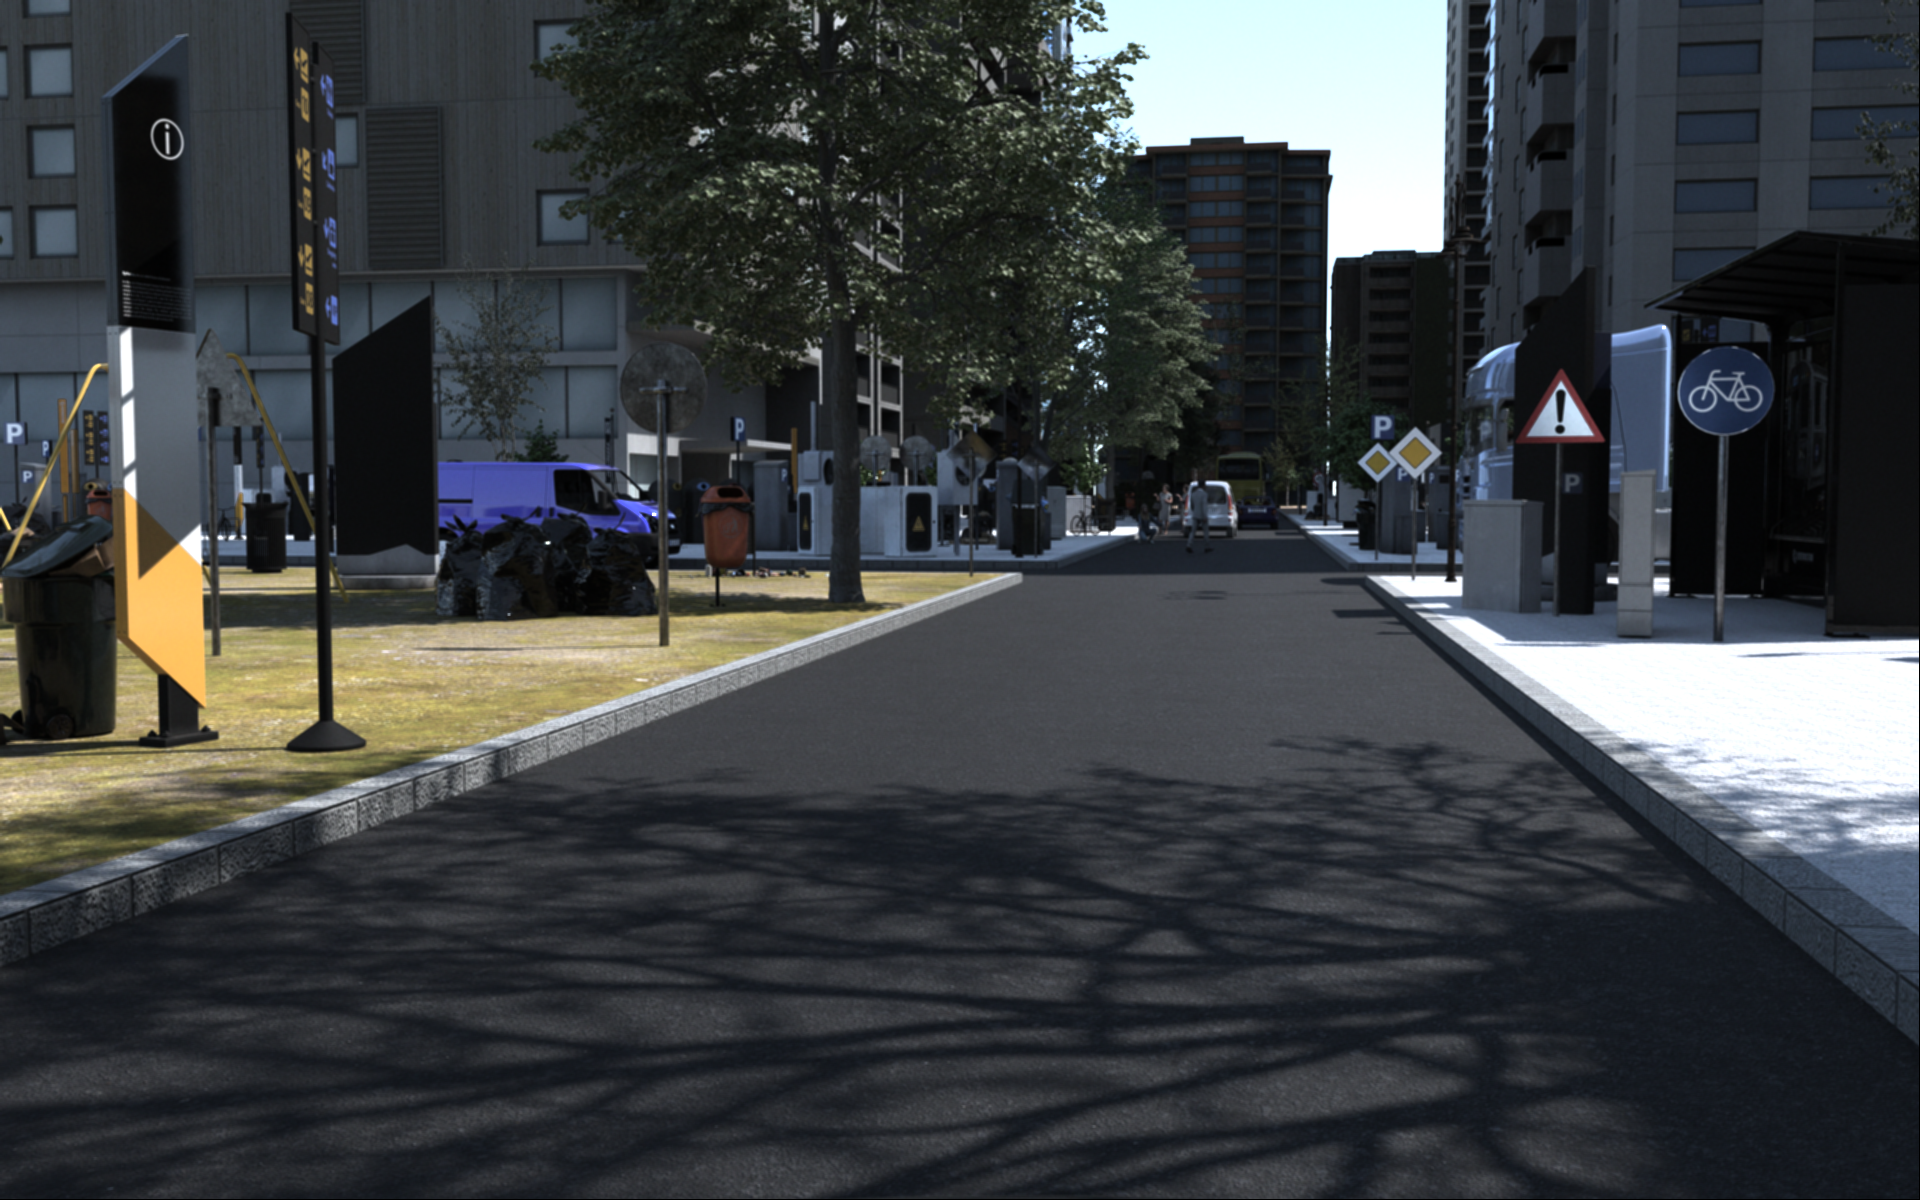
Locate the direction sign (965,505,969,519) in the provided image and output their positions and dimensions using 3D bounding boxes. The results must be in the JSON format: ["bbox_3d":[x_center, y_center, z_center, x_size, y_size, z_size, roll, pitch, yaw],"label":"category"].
[{"bbox_3d":[0.441,-6.041,90.763,0.379,3.537,0.876,-1,4,-12],"label":"direction sign"}]

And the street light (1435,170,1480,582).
[{"bbox_3d":[7.180,-3.203,25.153,0.468,5.910,1.993,1,4,10],"label":"street light"}]

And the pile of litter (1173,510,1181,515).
[{"bbox_3d":[13.304,-5.790,108.637,1.176,0.858,1.719,1,4,20],"label":"pile of litter"}]

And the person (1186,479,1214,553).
[{"bbox_3d":[5.865,-2.059,42.432,0.850,1.792,0.678,-3,5,-41],"label":"person"}]

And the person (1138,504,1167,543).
[{"bbox_3d":[5.555,-2.239,50.607,1.012,1.151,0.738,-1,4,-15],"label":"person"}]

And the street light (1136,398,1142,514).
[{"bbox_3d":[7.539,-6.086,72.292,0.468,5.910,1.993,1,4,10],"label":"street light"}]

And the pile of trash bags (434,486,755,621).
[{"bbox_3d":[-3.880,-0.558,18.870,3.447,1.369,1.912,-2,4,-29],"label":"pile of trash bags"}]

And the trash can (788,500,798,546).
[{"bbox_3d":[-3.767,-1.801,41.102,0.748,1.137,0.748,0,3,0],"label":"trash can"}]

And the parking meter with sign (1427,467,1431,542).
[{"bbox_3d":[12.887,-3.060,46.284,1.738,3.016,0.543,-1,4,-12],"label":"parking meter with sign"}]

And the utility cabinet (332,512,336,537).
[{"bbox_3d":[-18.500,-2.642,51.882,0.318,1.500,1.173,2,4,24],"label":"utility cabinet"}]

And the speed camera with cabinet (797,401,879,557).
[{"bbox_3d":[-2.421,-2.613,37.053,2.038,3.252,0.660,1,4,16],"label":"speed camera with cabinet"}]

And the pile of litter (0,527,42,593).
[{"bbox_3d":[-12.442,-0.533,22.678,1.719,0.858,1.176,1,4,11],"label":"pile of litter"}]

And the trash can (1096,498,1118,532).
[{"bbox_3d":[5.042,-2.927,59.502,0.748,1.137,0.748,0,3,0],"label":"trash can"}]

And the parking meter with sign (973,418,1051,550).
[{"bbox_3d":[1.208,-2.663,39.806,1.738,3.016,0.543,-1,4,-8],"label":"parking meter with sign"}]

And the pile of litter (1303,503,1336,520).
[{"bbox_3d":[17.648,-4.337,84.872,1.719,0.858,1.176,1,4,10],"label":"pile of litter"}]

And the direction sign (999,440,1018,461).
[{"bbox_3d":[2.051,-4.920,72.442,0.876,3.537,0.379,0,4,2],"label":"direction sign"}]

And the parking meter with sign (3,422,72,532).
[{"bbox_3d":[-22.832,-2.849,42.849,0.543,3.016,1.738,0,4,3],"label":"parking meter with sign"}]

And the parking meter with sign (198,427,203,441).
[{"bbox_3d":[-17.590,-2.649,39.567,0.543,3.016,1.738,-2,4,-25],"label":"parking meter with sign"}]

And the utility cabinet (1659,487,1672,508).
[{"bbox_3d":[22.686,-2.872,55.643,0.318,1.500,1.173,-1,4,-21],"label":"utility cabinet"}]

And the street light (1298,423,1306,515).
[{"bbox_3d":[21.092,-8.217,107.129,0.468,5.910,1.993,1,4,10],"label":"street light"}]

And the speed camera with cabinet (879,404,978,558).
[{"bbox_3d":[-0.576,-2.506,35.303,2.038,3.252,0.660,-3,5,-40],"label":"speed camera with cabinet"}]

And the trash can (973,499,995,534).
[{"bbox_3d":[0.577,-2.162,46.994,0.748,1.137,0.748,0,3,0],"label":"trash can"}]

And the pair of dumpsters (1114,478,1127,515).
[{"bbox_3d":[9.941,-6.241,104.534,1.574,2.255,4.437,1,4,10],"label":"pair of dumpsters"}]

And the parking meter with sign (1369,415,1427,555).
[{"bbox_3d":[9.395,-2.512,37.340,0.543,3.016,1.738,0,4,-8],"label":"parking meter with sign"}]

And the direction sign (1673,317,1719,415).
[{"bbox_3d":[9.506,-1.862,22.442,0.379,3.537,0.876,-1,4,-12],"label":"direction sign"}]

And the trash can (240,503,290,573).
[{"bbox_3d":[-11.305,-1.013,28.215,0.748,1.137,0.748,0,3,0],"label":"trash can"}]

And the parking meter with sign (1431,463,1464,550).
[{"bbox_3d":[11.798,-2.702,40.433,1.738,3.016,0.543,-3,5,-41],"label":"parking meter with sign"}]

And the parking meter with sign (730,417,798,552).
[{"bbox_3d":[-4.250,-2.611,38.955,1.738,3.016,0.543,1,4,21],"label":"parking meter with sign"}]

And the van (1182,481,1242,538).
[{"bbox_3d":[8.357,-3.098,57.671,2.013,2.044,4.112,1,4,11],"label":"van"}]

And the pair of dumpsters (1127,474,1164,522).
[{"bbox_3d":[8.836,-4.771,80.506,1.574,2.255,4.437,1,4,10],"label":"pair of dumpsters"}]

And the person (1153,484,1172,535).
[{"bbox_3d":[6.992,-3.136,60.127,0.716,1.782,0.532,2,4,31],"label":"person"}]

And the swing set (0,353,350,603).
[{"bbox_3d":[-9.098,-1.369,20.005,3.119,2.851,2.862,3,4,36],"label":"swing set"}]

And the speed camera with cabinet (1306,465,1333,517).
[{"bbox_3d":[18.637,-5.828,89.617,0.660,3.252,2.038,3,4,37],"label":"speed camera with cabinet"}]

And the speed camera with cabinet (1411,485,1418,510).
[{"bbox_3d":[18.677,-4.770,72.327,0.660,3.252,2.038,2,4,24],"label":"speed camera with cabinet"}]

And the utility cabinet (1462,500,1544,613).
[{"bbox_3d":[5.977,-0.485,19.099,0.306,1.237,1.020,-1,4,-21],"label":"utility cabinet"}]

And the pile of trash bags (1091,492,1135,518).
[{"bbox_3d":[7.752,-5.023,91.877,3.447,1.369,1.912,2,4,28],"label":"pile of trash bags"}]

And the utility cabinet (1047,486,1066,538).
[{"bbox_3d":[2.588,-2.543,50.260,1.173,1.500,0.318,-3,5,-44],"label":"utility cabinet"}]

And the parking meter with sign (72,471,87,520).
[{"bbox_3d":[-28.929,-3.689,56.581,0.543,3.016,1.738,3,4,39],"label":"parking meter with sign"}]

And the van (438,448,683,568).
[{"bbox_3d":[-7.919,-1.750,32.992,5.245,2.365,2.240,1,4,11],"label":"van"}]

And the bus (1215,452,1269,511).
[{"bbox_3d":[16.362,-6.666,100.533,2.896,3.916,12.252,1,4,11],"label":"bus"}]

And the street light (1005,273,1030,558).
[{"bbox_3d":[1.200,-3.797,34.872,0.468,5.910,1.993,1,4,10],"label":"street light"}]

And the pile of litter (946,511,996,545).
[{"bbox_3d":[0.473,-1.851,44.226,1.719,0.858,1.176,3,4,37],"label":"pile of litter"}]

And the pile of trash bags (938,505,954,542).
[{"bbox_3d":[-1.007,-2.330,47.841,1.912,1.369,3.447,0,4,-8],"label":"pile of trash bags"}]

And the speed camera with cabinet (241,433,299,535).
[{"bbox_3d":[-22.026,-3.727,55.277,0.660,3.252,2.038,1,4,23],"label":"speed camera with cabinet"}]

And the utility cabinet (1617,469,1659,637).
[{"bbox_3d":[6.205,-0.442,15.902,0.318,1.500,1.173,1,4,22],"label":"utility cabinet"}]

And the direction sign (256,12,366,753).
[{"bbox_3d":[-3.209,-1.020,8.669,0.379,3.537,0.876,0,4,-8],"label":"direction sign"}]

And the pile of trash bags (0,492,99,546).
[{"bbox_3d":[-21.226,-1.827,39.631,3.447,1.369,1.912,-3,4,-37],"label":"pile of trash bags"}]

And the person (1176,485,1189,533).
[{"bbox_3d":[8.214,-3.366,63.894,0.532,1.782,0.716,-1,4,-16],"label":"person"}]

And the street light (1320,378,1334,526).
[{"bbox_3d":[14.660,-5.903,69.301,0.468,5.910,1.993,1,4,10],"label":"street light"}]

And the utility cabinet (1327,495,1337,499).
[{"bbox_3d":[21.286,-5.340,98.462,1.020,1.237,0.306,2,4,30],"label":"utility cabinet"}]

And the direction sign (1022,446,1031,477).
[{"bbox_3d":[3.070,-5.438,80.906,0.876,3.537,0.379,0,4,3],"label":"direction sign"}]

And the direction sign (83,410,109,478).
[{"bbox_3d":[-23.514,-3.377,47.212,0.379,3.537,0.876,1,4,15],"label":"direction sign"}]

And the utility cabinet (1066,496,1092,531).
[{"bbox_3d":[4.094,-3.033,60.753,1.020,1.237,0.306,-1,4,-19],"label":"utility cabinet"}]
